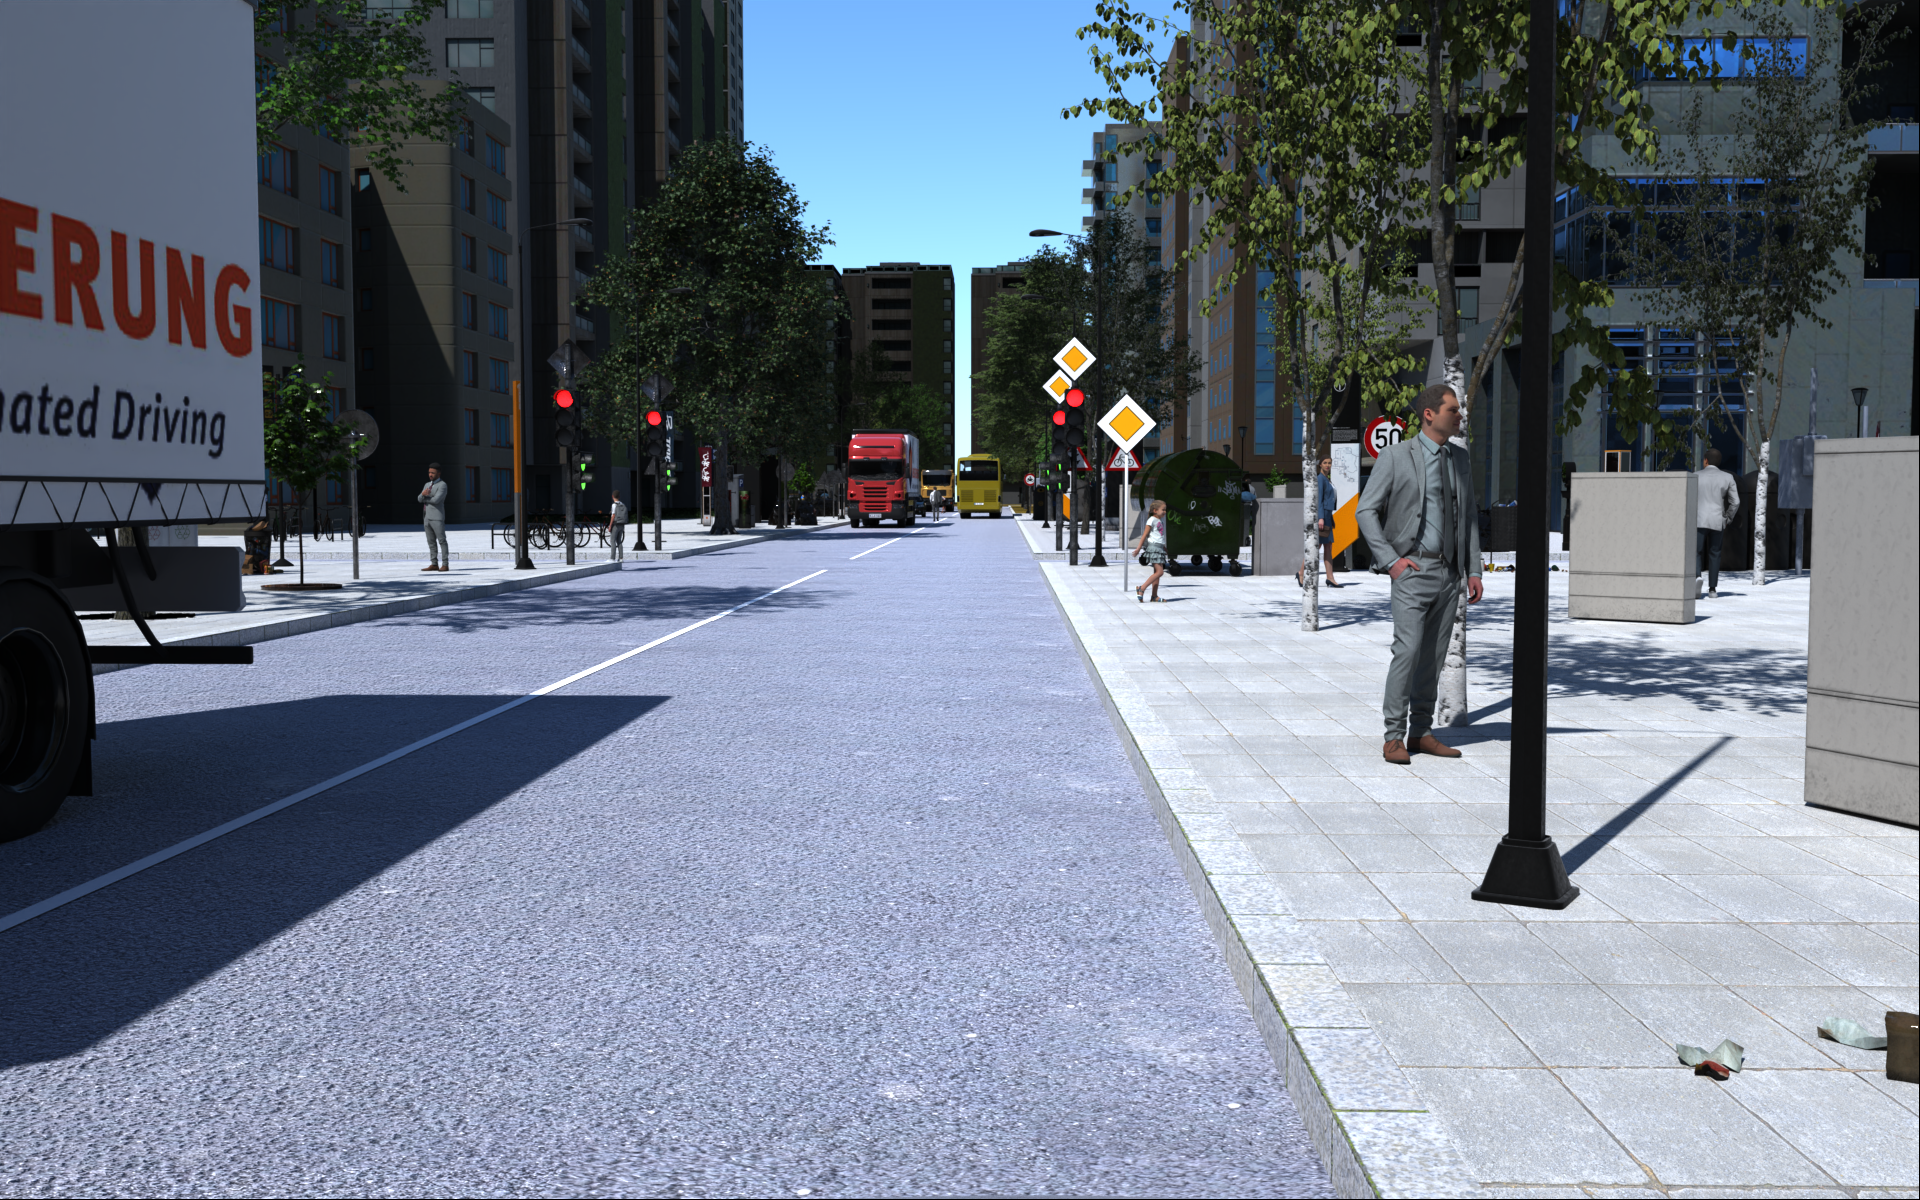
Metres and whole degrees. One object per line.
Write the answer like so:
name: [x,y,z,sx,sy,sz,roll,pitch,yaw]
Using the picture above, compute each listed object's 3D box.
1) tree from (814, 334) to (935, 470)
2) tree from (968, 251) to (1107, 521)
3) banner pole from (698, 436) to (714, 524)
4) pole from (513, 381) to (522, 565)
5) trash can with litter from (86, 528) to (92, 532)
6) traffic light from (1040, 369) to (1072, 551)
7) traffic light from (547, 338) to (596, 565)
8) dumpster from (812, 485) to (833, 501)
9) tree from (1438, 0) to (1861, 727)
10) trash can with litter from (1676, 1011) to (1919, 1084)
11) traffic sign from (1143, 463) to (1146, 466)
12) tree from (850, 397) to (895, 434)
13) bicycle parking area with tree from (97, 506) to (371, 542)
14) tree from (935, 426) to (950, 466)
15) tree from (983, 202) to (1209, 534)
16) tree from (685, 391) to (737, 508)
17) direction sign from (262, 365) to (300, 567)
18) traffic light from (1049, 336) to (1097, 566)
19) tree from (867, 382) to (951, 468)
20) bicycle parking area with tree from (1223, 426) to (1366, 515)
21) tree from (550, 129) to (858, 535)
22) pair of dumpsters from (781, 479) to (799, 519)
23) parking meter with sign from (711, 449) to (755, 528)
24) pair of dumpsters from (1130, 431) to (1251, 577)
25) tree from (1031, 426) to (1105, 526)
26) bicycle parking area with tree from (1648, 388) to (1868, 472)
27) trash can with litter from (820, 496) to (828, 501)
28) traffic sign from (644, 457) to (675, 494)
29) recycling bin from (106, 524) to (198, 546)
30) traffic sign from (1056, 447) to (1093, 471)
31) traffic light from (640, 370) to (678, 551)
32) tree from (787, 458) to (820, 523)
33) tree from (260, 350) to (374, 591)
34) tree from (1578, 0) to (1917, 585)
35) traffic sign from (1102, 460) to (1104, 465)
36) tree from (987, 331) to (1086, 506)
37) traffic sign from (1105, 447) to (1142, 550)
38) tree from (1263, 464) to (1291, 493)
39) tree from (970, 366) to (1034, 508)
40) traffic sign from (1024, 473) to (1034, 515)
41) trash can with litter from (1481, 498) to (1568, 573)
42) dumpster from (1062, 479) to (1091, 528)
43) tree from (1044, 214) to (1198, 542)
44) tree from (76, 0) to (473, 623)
tree: [-5.549,-10.160,100.535,7.601,10.594,8.767,0,4,1]
tree: [3.927,-9.996,81.554,7.486,12.596,7.792,0,3,0]
banner pole: [-10.827,-5.123,73.776,0.863,3.779,0.401,-3,5,-43]
pole: [-7.959,-2.292,31.311,0.158,3.312,0.155,0,3,0]
trash can with litter: [-11.784,-0.680,22.509,0.624,1.170,1.055,0,4,-6]
traffic light: [2.221,-3.064,39.024,0.839,4.253,0.868,0,4,1]
traffic light: [-7.032,-2.589,31.246,0.839,4.253,0.868,0,4,1]
dumpster: [-9.031,-6.584,113.411,1.264,1.857,1.865,0,4,1]
tree: [2.913,-3.598,9.197,4.737,8.622,4.395,0,3,0]
trash can with litter: [2.684,0.464,3.475,2.233,1.210,1.678,2,4,33]
traffic sign: [7.262,-4.244,69.497,0.768,2.556,0.104,0,4,6]
tree: [-5.930,-10.536,122.626,4.737,8.622,4.395,0,3,0]
bicycle parking area with tree: [-20.908,-3.766,48.571,8.231,4.147,9.016,0,4,1]
tree: [-5.085,-14.217,166.859,8.767,10.594,7.601,-1,4,-9]
tree: [4.314,-7.360,54.744,7.601,10.594,8.767,0,4,-4]
tree: [-15.913,-9.934,112.788,4.737,8.622,4.395,0,3,0]
direction sign: [-12.050,-2.367,30.695,0.379,3.537,0.876,3,4,38]
traffic light: [2.027,-2.576,31.041,0.839,4.253,0.868,0,4,1]
tree: [-4.864,-14.045,155.395,9.928,11.665,9.643,0,3,0]
bicycle parking area with tree: [14.599,-5.324,74.047,8.231,4.147,9.016,0,4,7]
tree: [-7.600,-8.423,54.716,9.611,12.733,9.660,0,3,0]
pair of dumpsters: [-9.226,-5.246,88.264,1.574,2.255,4.437,0,4,2]
parking meter with sign: [-8.686,-4.293,66.447,1.738,3.016,0.543,2,4,24]
pair of dumpsters: [3.791,-1.612,28.850,1.574,2.255,4.437,0,4,1]
tree: [4.427,-5.259,69.705,4.285,4.588,4.351,0,3,0]
bicycle parking area with tree: [21.679,-3.683,47.212,8.231,4.147,9.016,2,4,24]
trash can with litter: [-8.296,-5.523,101.351,2.233,1.210,1.678,0,4,4]
traffic sign: [-8.172,-2.879,47.082,0.884,2.594,0.081,1,4,11]
recycling bin: [-9.025,-0.417,19.364,0.722,1.027,0.722,3,4,37]
traffic sign: [2.586,-2.420,39.566,0.884,2.594,0.081,0,4,6]
traffic light: [-6.838,-3.077,39.228,0.839,4.253,0.868,0,4,1]
tree: [-6.752,-5.023,76.731,1.663,3.219,1.824,0,3,0]
tree: [-8.771,-1.759,23.368,1.663,3.219,1.824,0,3,0]
tree: [11.219,-4.528,24.389,4.360,8.622,3.978,0,3,0]
traffic sign: [5.385,-3.878,63.512,0.768,2.556,0.104,1,4,9]
tree: [8.154,-19.952,182.110,12.611,20.169,13.585,0,3,0]
traffic sign: [3.741,-2.419,39.561,0.884,2.594,0.081,0,4,3]
tree: [20.145,-7.128,111.136,1.663,3.219,1.824,0,3,0]
tree: [6.017,-15.718,163.647,9.857,13.997,8.962,0,3,0]
traffic sign: [4.308,-6.492,106.248,0.768,2.556,0.104,1,4,10]
trash can with litter: [9.450,-1.075,28.629,2.233,1.210,1.678,1,4,20]
dumpster: [4.361,-3.692,66.129,1.264,1.857,1.865,0,4,1]
tree: [4.064,-5.893,46.713,4.360,8.622,3.978,0,3,0]
tree: [-8.609,-5.602,17.355,9.928,11.665,9.643,0,3,0]
